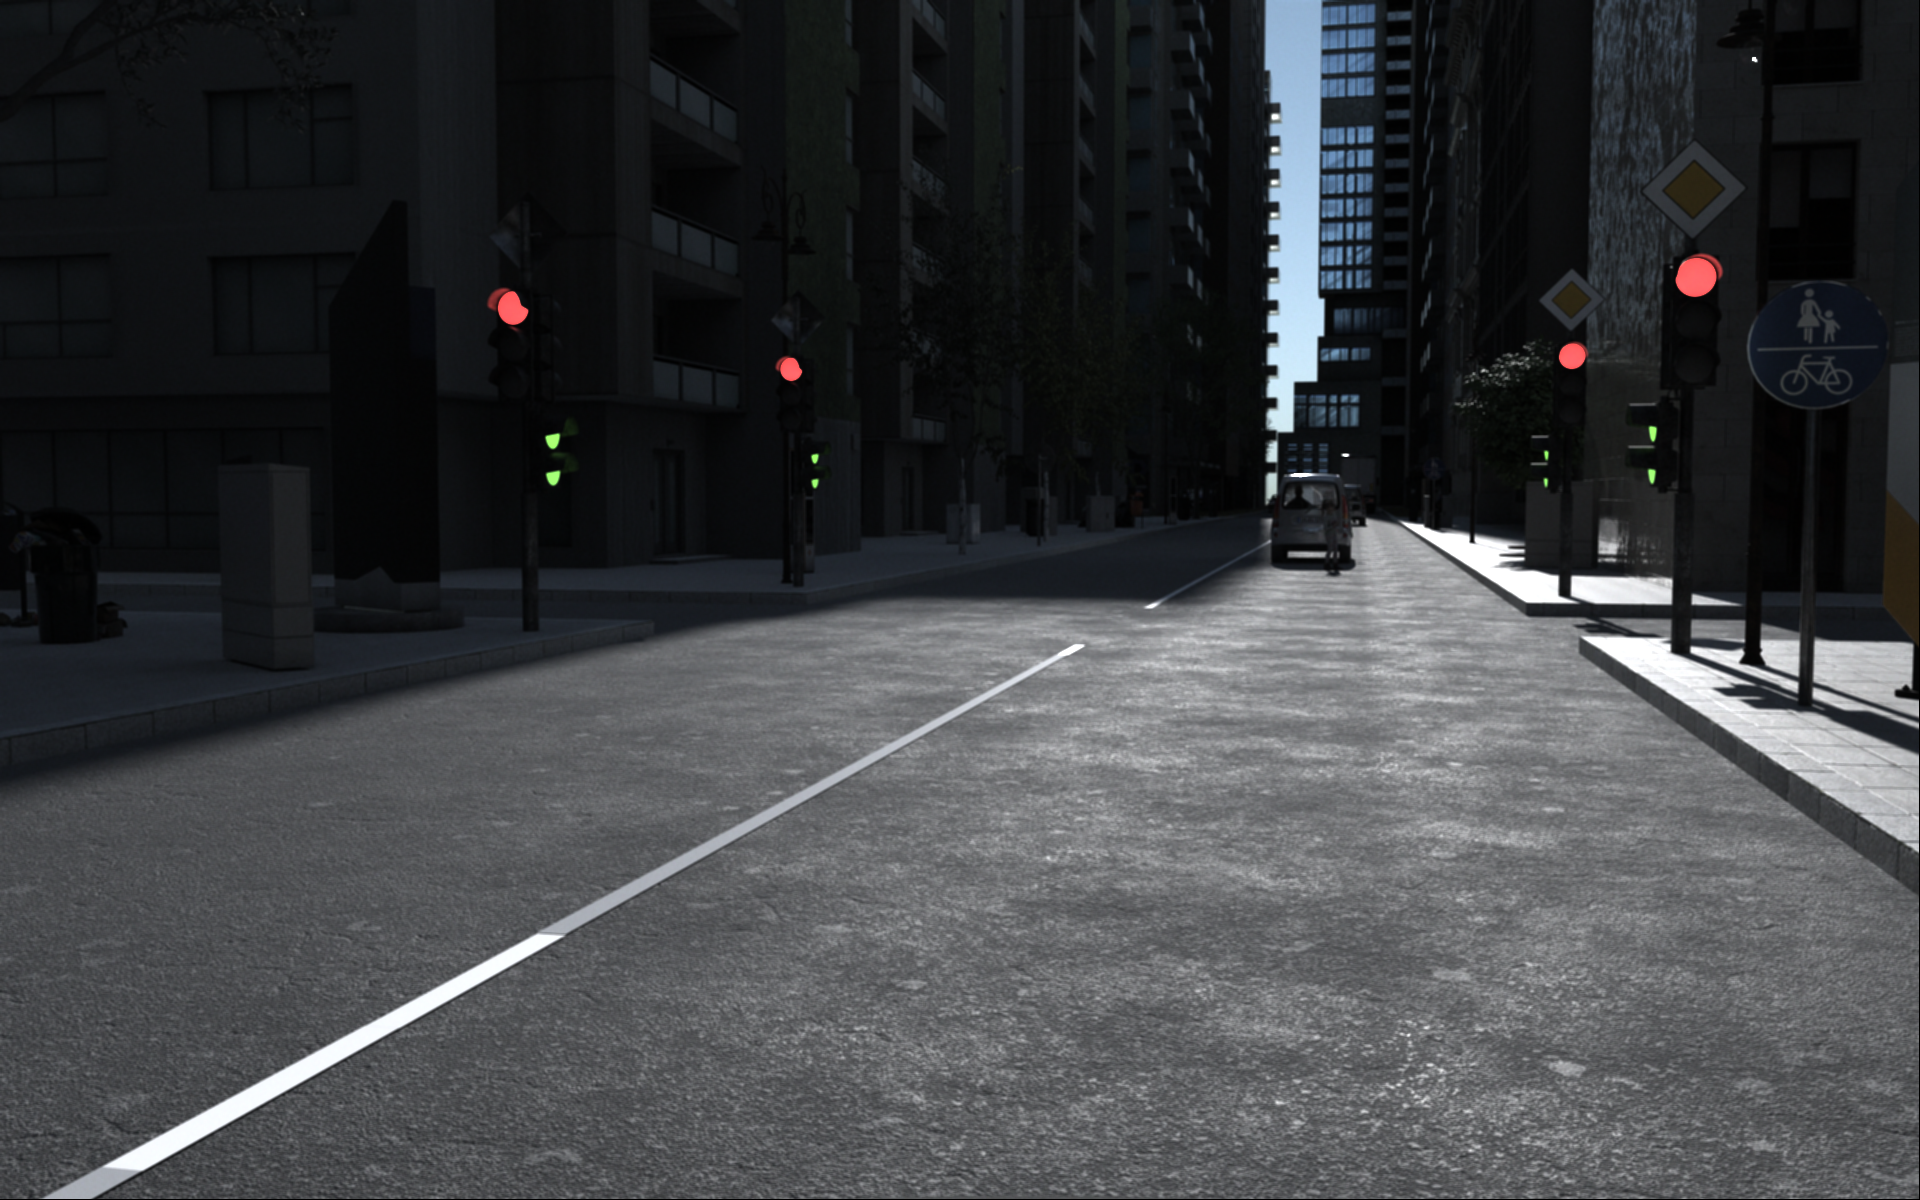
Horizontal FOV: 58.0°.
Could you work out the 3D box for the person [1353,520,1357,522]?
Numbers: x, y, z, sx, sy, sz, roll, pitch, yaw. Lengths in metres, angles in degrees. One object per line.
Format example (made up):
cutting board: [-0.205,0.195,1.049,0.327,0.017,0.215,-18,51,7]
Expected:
person: [19.784,-4.840,87.726,0.635,1.810,0.391,2,4,26]

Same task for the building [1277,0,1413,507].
building: [50.689,-53.392,185.623,31.000,86.520,22.319,1,4,13]

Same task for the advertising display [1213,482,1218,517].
advertising display: [14.208,-5.571,96.299,0.123,1.923,0.974,0,4,-1]

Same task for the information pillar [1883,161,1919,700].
information pillar: [6.042,-1.190,10.818,0.183,3.616,0.504,-1,4,-19]

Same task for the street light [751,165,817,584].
street light: [-2.490,-3.178,24.741,0.468,5.910,1.993,1,4,13]

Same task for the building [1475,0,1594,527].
building: [25.334,-16.144,57.455,14.314,27.812,24.014,1,4,13]

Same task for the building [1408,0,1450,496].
building: [44.510,-30.741,122.227,23.786,49.044,30.456,1,4,13]

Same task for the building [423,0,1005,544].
building: [-6.780,-22.676,54.340,14.154,41.232,14.086,1,4,13]

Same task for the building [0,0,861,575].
building: [-10.591,-21.346,32.597,14.154,41.232,14.086,1,4,13]

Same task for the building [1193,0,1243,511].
building: [14.582,-29.698,135.679,14.600,45.320,14.200,1,4,13]

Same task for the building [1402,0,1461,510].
building: [44.834,-30.276,145.127,14.600,45.320,14.200,1,4,13]

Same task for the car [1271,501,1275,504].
car: [20.668,-5.914,109.062,2.083,1.381,4.827,1,4,11]

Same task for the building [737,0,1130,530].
building: [-0.464,-23.970,75.512,14.154,41.232,14.086,1,4,13]

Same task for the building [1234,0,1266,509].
building: [17.488,-44.234,161.472,20.611,71.187,20.563,1,4,13]

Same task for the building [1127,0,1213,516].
building: [4.744,-30.259,114.337,23.786,49.044,30.456,1,4,13]

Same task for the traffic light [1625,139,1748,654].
traffic light: [5.807,-1.527,13.887,0.839,4.253,0.868,1,4,13]

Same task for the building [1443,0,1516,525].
building: [30.275,-17.988,81.495,14.401,28.519,23.554,1,4,13]

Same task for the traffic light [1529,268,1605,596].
traffic light: [7.588,-2.003,21.672,0.839,4.253,0.868,1,4,13]

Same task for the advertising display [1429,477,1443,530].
advertising display: [17.205,-3.511,62.615,0.123,1.923,0.974,2,4,35]

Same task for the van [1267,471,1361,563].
van: [7.640,-1.864,37.495,2.013,2.044,4.112,1,4,13]

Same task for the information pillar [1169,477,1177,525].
information pillar: [8.953,-4.182,72.873,0.304,2.012,0.304,0,4,-2]

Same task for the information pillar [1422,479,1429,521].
information pillar: [22.089,-4.755,82.235,0.304,2.012,0.304,1,4,12]

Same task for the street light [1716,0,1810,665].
street light: [5.986,-2.454,12.909,0.468,5.910,1.993,1,4,13]

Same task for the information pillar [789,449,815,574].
information pillar: [-2.561,-1.440,28.034,0.304,2.012,0.304,2,4,27]

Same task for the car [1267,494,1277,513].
car: [24.675,-7.423,133.375,2.014,1.417,4.499,1,4,13]

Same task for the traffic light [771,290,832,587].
traffic light: [-2.224,-2.139,23.892,0.839,4.253,0.868,1,4,13]

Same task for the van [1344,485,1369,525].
van: [18.033,-4.506,80.687,2.013,2.044,4.112,1,4,12]

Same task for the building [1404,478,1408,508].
building: [48.238,-29.074,158.956,14.154,41.232,14.086,1,4,13]

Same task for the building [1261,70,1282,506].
building: [20.351,-35.119,193.800,30.456,49.044,23.786,1,4,13]

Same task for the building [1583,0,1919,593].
building: [18.854,-10.435,25.361,16.860,20.320,10.420,1,4,13]

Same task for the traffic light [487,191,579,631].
traffic light: [-4.005,-1.663,16.108,0.839,4.253,0.868,1,4,13]

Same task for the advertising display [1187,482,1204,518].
advertising display: [12.809,-5.450,94.322,0.974,1.923,0.123,2,4,30]

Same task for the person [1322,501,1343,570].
person: [7.007,-1.210,32.564,0.394,1.301,0.425,2,4,27]
